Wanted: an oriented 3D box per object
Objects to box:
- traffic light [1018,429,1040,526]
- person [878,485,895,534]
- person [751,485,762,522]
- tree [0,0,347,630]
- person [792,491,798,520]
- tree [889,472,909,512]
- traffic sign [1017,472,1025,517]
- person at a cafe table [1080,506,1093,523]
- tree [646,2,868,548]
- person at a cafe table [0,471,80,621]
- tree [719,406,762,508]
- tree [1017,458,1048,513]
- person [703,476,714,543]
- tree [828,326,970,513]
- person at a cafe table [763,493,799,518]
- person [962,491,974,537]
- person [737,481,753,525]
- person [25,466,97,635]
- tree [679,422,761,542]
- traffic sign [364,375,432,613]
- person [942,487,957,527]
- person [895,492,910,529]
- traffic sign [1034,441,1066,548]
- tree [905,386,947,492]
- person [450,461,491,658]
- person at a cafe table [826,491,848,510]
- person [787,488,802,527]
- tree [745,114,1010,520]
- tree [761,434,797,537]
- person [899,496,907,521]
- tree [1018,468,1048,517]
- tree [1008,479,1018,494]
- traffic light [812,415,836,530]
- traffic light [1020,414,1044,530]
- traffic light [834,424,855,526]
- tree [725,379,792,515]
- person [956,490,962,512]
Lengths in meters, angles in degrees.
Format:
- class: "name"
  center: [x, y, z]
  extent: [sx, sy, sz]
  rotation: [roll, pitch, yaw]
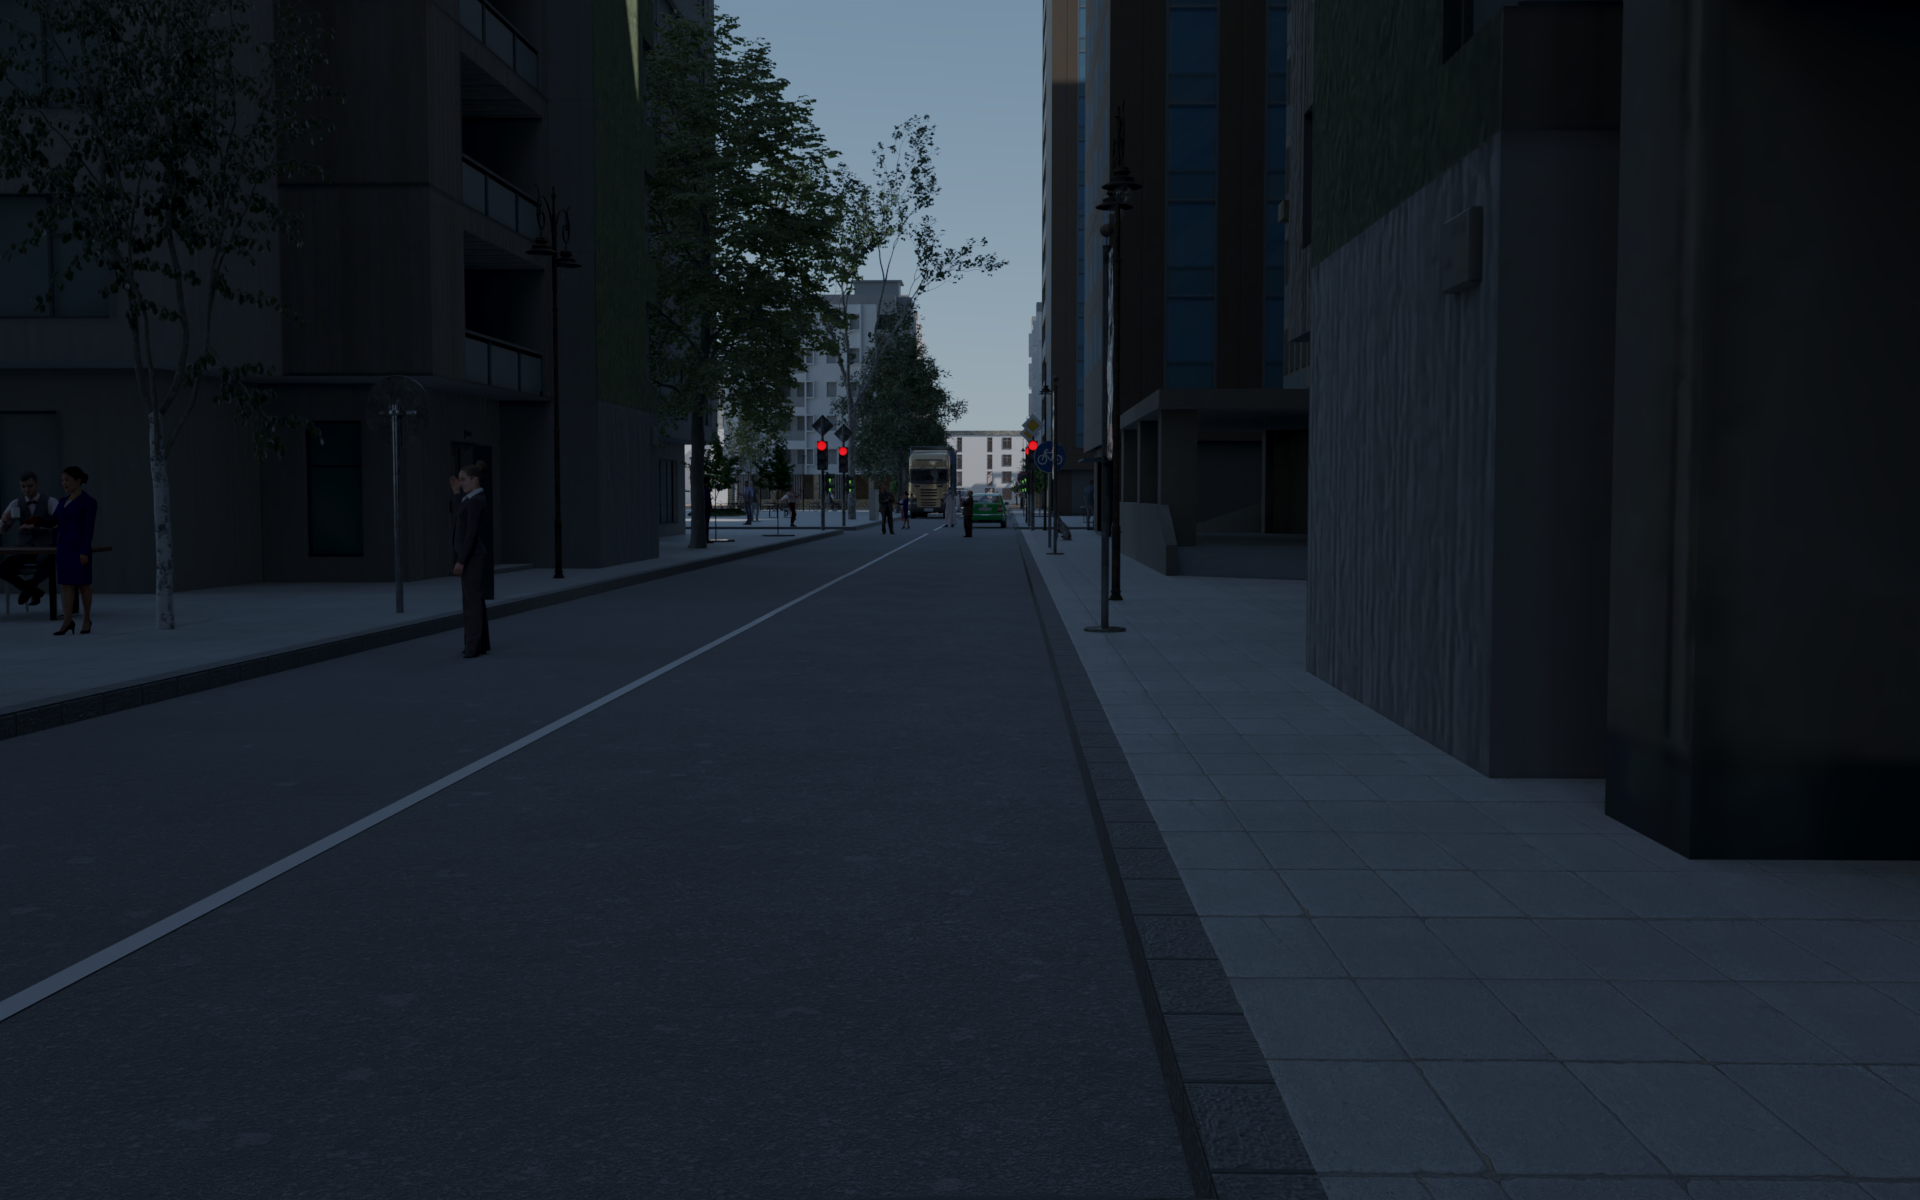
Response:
- class: "traffic light"
  center: [2.750, -4.898, 69.007]
  extent: [0.839, 4.253, 0.868]
  rotation: [0, 4, 1]
- class: "person"
  center: [-2.600, -3.212, 61.700]
  extent: [0.565, 1.739, 0.600]
  rotation: [-3, 4, -39]
- class: "person"
  center: [-9.407, -4.486, 79.522]
  extent: [0.434, 1.807, 0.598]
  rotation: [-3, 5, -43]
- class: "tree"
  center: [-7.503, -4.010, 15.929]
  extent: [4.360, 8.622, 3.978]
  rotation: [0, 3, 0]
- class: "person"
  center: [-8.251, -4.682, 85.833]
  extent: [0.726, 1.435, 0.776]
  rotation: [0, 4, 0]
- class: "tree"
  center: [-4.689, -8.031, 125.908]
  extent: [1.663, 3.219, 1.824]
  rotation: [0, 3, 0]
- class: "traffic sign"
  center: [3.625, -6.003, 98.262]
  extent: [0.768, 2.556, 0.104]
  rotation: [1, 4, 10]
- class: "person at a cafe table"
  center: [6.285, -4.226, 77.618]
  extent: [1.622, 1.524, 1.698]
  rotation: [0, 4, -2]
- class: "tree"
  center: [-5.783, -7.497, 40.697]
  extent: [7.486, 12.596, 7.792]
  rotation: [0, 3, 0]
- class: "person at a cafe table"
  center: [-9.830, -0.586, 18.100]
  extent: [1.698, 1.524, 1.622]
  rotation: [-1, 4, -11]
- class: "tree"
  center: [-17.807, -11.462, 137.759]
  extent: [4.360, 8.622, 3.978]
  rotation: [0, 3, 0]
- class: "tree"
  center: [5.332, -8.170, 117.299]
  extent: [4.285, 4.588, 4.351]
  rotation: [0, 3, 0]
- class: "person"
  center: [-6.612, -2.340, 45.007]
  extent: [0.576, 1.737, 0.504]
  rotation: [2, 4, 24]
- class: "tree"
  center: [-4.012, -12.187, 116.266]
  extent: [9.611, 12.733, 9.660]
  rotation: [0, 3, 0]
- class: "person at a cafe table"
  center: [-9.524, -5.228, 93.988]
  extent: [1.698, 1.524, 1.622]
  rotation: [-3, 5, -41]
- class: "person"
  center: [0.257, -2.845, 57.286]
  extent: [0.388, 1.546, 0.482]
  rotation: [-1, 4, -9]
- class: "person"
  center: [-8.899, -4.026, 71.735]
  extent: [0.599, 1.838, 0.709]
  rotation: [-2, 4, -32]
- class: "person"
  center: [-8.110, -0.447, 15.717]
  extent: [0.453, 1.535, 0.546]
  rotation: [0, 4, -1]
- class: "tree"
  center: [-6.512, -3.174, 46.496]
  extent: [1.663, 3.219, 1.824]
  rotation: [0, 3, 0]
- class: "traffic sign"
  center: [-6.041, -1.131, 18.601]
  extent: [0.768, 2.556, 0.104]
  rotation: [1, 4, 8]
- class: "person"
  center: [-0.430, -4.019, 74.872]
  extent: [0.621, 1.740, 0.551]
  rotation: [2, 4, 27]
- class: "person"
  center: [-2.310, -3.628, 70.182]
  extent: [0.546, 1.535, 0.453]
  rotation: [-1, 4, -18]
- class: "traffic sign"
  center: [2.152, -2.528, 41.441]
  extent: [0.768, 2.556, 0.104]
  rotation: [0, 4, 7]
- class: "tree"
  center: [-4.687, -13.513, 139.063]
  extent: [7.486, 12.596, 7.792]
  rotation: [0, 3, 0]
- class: "person"
  center: [-4.443, -0.375, 15.427]
  extent: [0.742, 1.727, 0.445]
  rotation: [3, 5, 43]
- class: "person at a cafe table"
  center: [-9.966, -8.009, 139.454]
  extent: [1.622, 1.524, 1.698]
  rotation: [-2, 4, -28]
- class: "person"
  center: [-6.545, -3.729, 68.470]
  extent: [0.517, 1.644, 0.566]
  rotation: [-3, 4, -36]
- class: "tree"
  center: [-4.175, -14.068, 85.907]
  extent: [12.611, 20.169, 13.585]
  rotation: [0, 3, 0]
- class: "tree"
  center: [-5.528, -3.561, 52.826]
  extent: [1.663, 3.219, 1.824]
  rotation: [0, 3, 0]
- class: "person"
  center: [-2.967, -4.875, 92.121]
  extent: [0.435, 1.345, 0.340]
  rotation: [-3, 5, -42]
- class: "tree"
  center: [4.325, -6.253, 96.835]
  extent: [1.663, 3.219, 1.824]
  rotation: [0, 3, 0]
- class: "tree"
  center: [7.260, -13.833, 220.777]
  extent: [1.663, 3.219, 1.824]
  rotation: [0, 3, 0]
- class: "traffic light"
  center: [-4.835, -4.421, 61.198]
  extent: [0.839, 4.253, 0.868]
  rotation: [0, 4, 1]
- class: "traffic light"
  center: [2.544, -4.410, 61.025]
  extent: [0.839, 4.253, 0.868]
  rotation: [0, 4, 1]
- class: "traffic light"
  center: [-4.629, -4.909, 69.181]
  extent: [0.839, 4.253, 0.868]
  rotation: [0, 4, 1]
- class: "tree"
  center: [-12.552, -9.528, 106.137]
  extent: [4.737, 8.622, 4.395]
  rotation: [0, 3, 0]
- class: "person"
  center: [-0.083, -7.972, 139.510]
  extent: [0.621, 1.740, 0.551]
  rotation: [-3, 5, -43]
